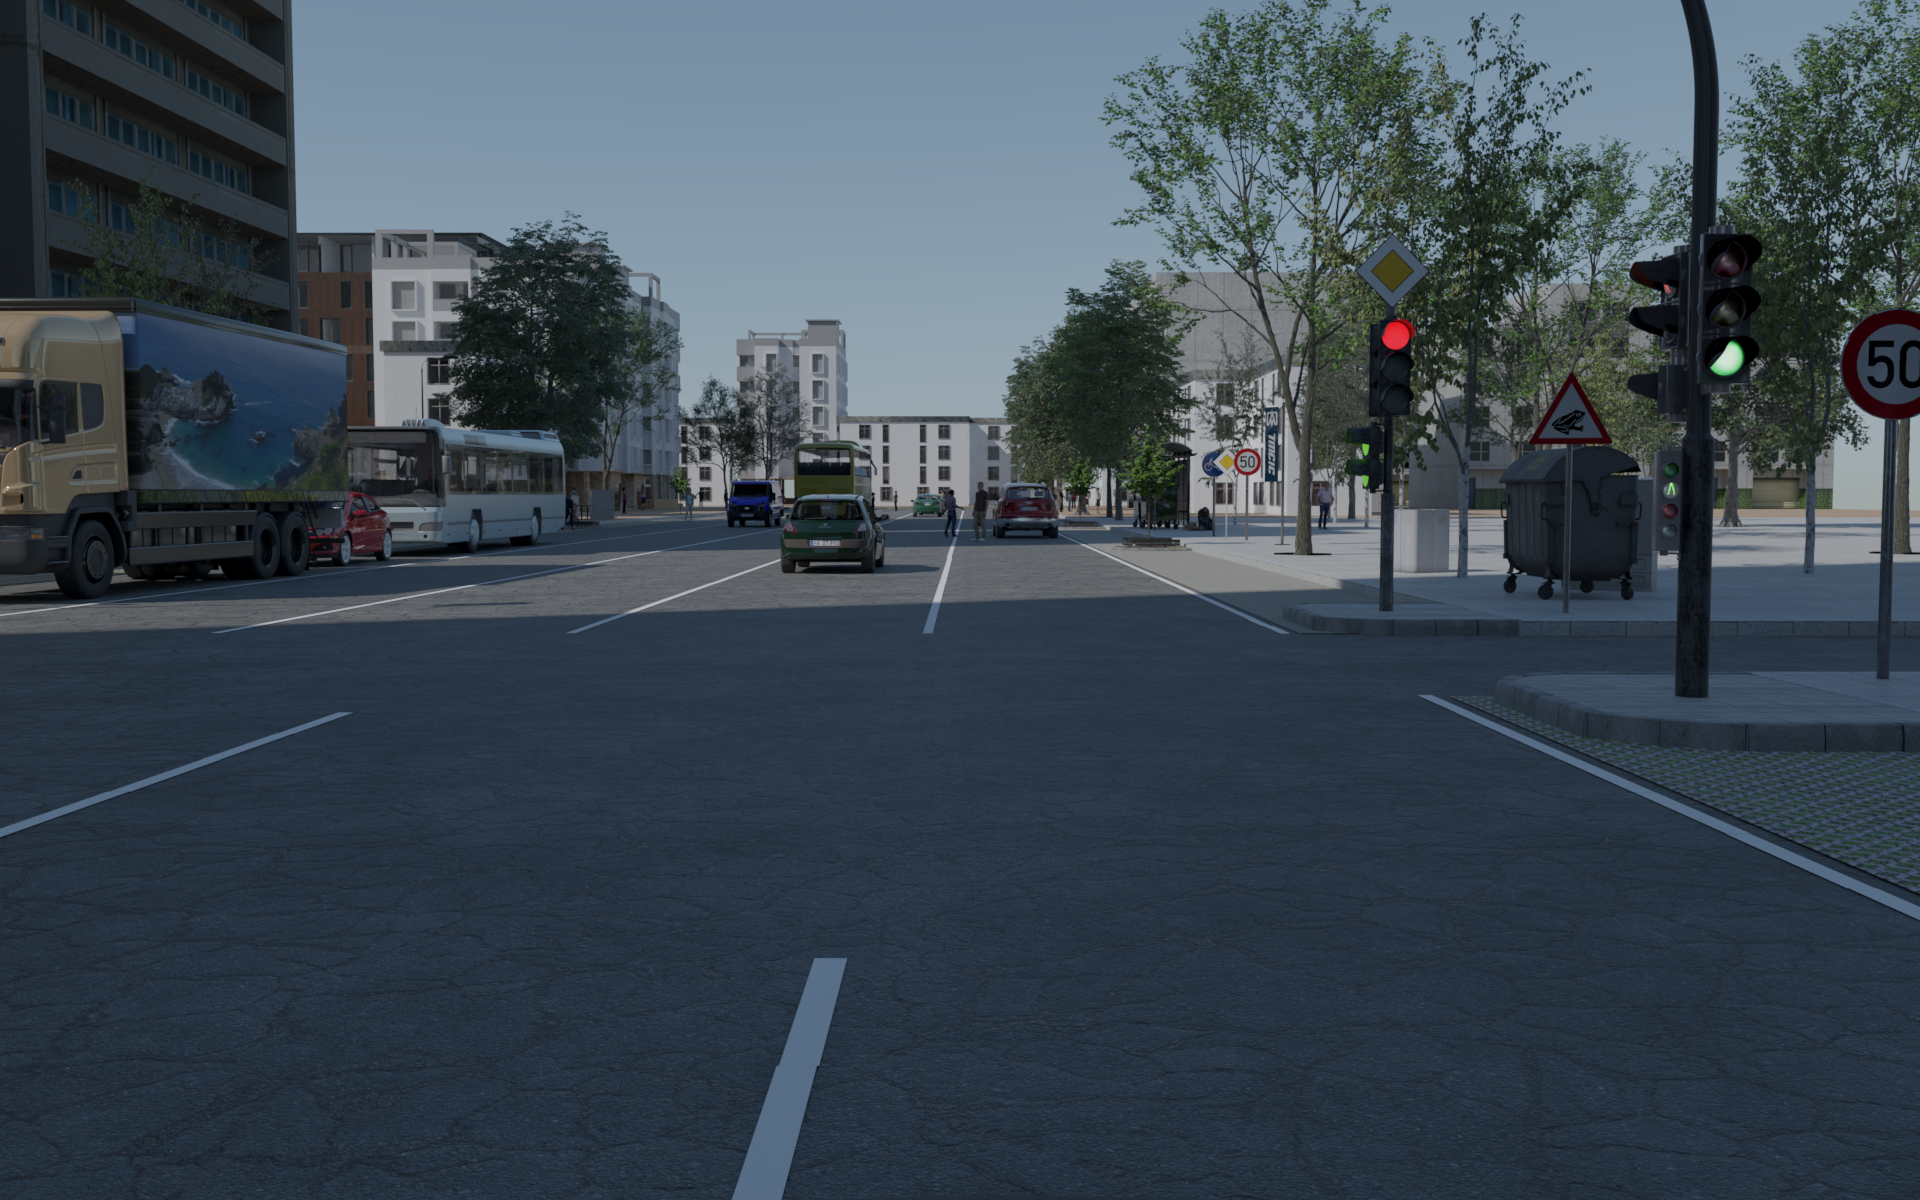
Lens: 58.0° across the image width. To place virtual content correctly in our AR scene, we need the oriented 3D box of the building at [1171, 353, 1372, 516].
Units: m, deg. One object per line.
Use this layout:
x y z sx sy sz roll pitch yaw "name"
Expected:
20.244 -10.692 116.953 9.099 9.664 28.070 0 4 0 "building"

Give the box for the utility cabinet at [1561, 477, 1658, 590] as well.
8.682 -0.885 23.155 1.173 1.500 0.318 3 4 36 "utility cabinet"

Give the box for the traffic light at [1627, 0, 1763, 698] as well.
2.526 -2.208 10.771 4.771 5.953 1.251 0 4 0 "traffic light"

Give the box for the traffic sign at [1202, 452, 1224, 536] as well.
7.691 -3.200 52.427 0.768 2.556 0.104 0 4 6 "traffic sign"

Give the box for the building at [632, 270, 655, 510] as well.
-34.184 -17.399 140.895 16.016 20.091 11.380 0 4 0 "building"

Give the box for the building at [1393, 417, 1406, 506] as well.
59.007 -20.037 194.065 31.486 18.905 16.747 0 4 0 "building"

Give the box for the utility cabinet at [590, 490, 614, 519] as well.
-18.130 -4.835 87.727 1.173 1.500 0.318 -2 4 -28 "utility cabinet"

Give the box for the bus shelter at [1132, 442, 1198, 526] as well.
8.171 -4.633 69.675 2.014 3.302 5.546 0 4 0 "bus shelter"

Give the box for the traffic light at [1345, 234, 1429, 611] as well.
4.657 -1.833 18.887 0.839 4.253 0.868 0 4 0 "traffic light"

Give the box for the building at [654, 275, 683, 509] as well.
-31.437 -18.247 154.762 11.380 20.091 16.016 0 4 0 "building"

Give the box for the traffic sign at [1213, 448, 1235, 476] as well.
7.672 -3.055 49.674 0.795 2.593 0.064 0 4 6 "traffic sign"

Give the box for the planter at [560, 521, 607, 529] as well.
-15.647 -3.073 71.385 1.991 0.319 1.994 0 4 0 "planter"

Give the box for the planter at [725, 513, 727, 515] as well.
-15.408 -6.150 121.692 1.991 0.319 1.994 0 4 0 "planter"

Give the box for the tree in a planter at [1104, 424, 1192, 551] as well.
4.822 -2.866 44.087 1.991 3.239 1.994 0 4 0 "tree in a planter"

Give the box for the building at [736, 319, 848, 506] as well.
-18.716 -20.646 193.989 11.380 20.091 16.016 0 4 0 "building"

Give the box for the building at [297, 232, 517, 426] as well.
-53.481 -18.687 149.499 32.646 21.610 27.936 0 4 0 "building"

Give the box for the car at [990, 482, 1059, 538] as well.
2.151 -3.002 57.760 2.281 1.827 5.304 0 4 -1 "car"

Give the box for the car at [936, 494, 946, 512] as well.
-1.939 -7.742 136.798 2.015 1.641 3.980 0 3 0 "car"

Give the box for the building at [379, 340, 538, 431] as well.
-30.792 -10.189 108.743 9.099 9.664 28.070 0 4 0 "building"

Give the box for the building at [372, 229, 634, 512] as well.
-33.584 -16.634 128.392 16.016 20.091 11.380 0 4 0 "building"

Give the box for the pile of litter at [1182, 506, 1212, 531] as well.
8.299 -2.862 60.757 1.176 0.858 1.719 3 5 43 "pile of litter"

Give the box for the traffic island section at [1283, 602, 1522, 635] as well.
4.697 0.201 19.001 2.009 0.180 2.903 0 4 0 "traffic island section"

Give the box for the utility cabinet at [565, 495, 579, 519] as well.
-19.806 -4.717 88.280 0.306 1.237 1.020 1 4 19 "utility cabinet"

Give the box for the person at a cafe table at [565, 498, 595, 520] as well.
-19.348 -4.614 86.297 1.698 1.238 1.726 1 4 11 "person at a cafe table"

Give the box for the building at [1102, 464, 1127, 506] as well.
29.209 -15.175 190.254 28.070 9.664 9.099 0 4 0 "building"

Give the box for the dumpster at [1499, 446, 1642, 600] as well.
7.619 -0.972 21.646 1.264 1.857 1.865 0 4 0 "dumpster"

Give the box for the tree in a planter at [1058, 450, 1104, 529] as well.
4.937 -4.514 71.030 1.991 3.239 1.994 0 4 0 "tree in a planter"

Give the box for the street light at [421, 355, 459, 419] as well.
-17.488 -5.237 58.173 1.470 5.913 1.316 0 4 0 "street light"

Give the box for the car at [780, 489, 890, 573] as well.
-2.369 -1.408 32.814 2.009 1.686 4.222 0 4 1 "car"

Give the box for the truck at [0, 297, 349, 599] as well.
-12.854 -2.330 27.002 2.839 4.237 11.283 0 4 2 "truck"

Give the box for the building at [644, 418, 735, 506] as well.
-39.320 -15.246 191.423 28.070 9.664 9.099 0 4 0 "building"

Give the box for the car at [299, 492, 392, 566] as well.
-13.108 -1.628 35.650 2.155 1.783 4.494 0 4 -2 "car"

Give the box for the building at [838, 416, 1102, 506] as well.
0.992 -15.214 190.898 28.070 9.664 9.099 0 4 0 "building"

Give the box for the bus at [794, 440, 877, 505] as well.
-5.573 -5.303 78.252 2.896 3.916 12.252 0 4 1 "bus"

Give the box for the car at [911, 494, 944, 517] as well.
-2.054 -5.949 109.067 2.131 1.459 4.920 0 4 -1 "car"

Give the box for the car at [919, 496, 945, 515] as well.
-1.930 -6.448 118.005 1.945 1.354 3.894 0 4 -1 "car"

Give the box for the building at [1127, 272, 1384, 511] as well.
24.023 -17.137 146.649 16.747 18.905 31.486 0 4 0 "building"

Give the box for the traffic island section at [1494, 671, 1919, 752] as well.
4.658 0.689 11.016 2.009 0.180 2.903 0 4 0 "traffic island section"

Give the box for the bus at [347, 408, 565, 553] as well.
-12.990 -3.051 44.750 2.948 3.499 13.247 0 3 0 "bus"

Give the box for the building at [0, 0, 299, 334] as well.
-38.906 -26.839 62.517 21.300 48.544 21.600 0 4 0 "building"

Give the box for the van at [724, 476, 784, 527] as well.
-9.089 -4.430 76.810 2.240 2.365 5.245 0 4 1 "van"

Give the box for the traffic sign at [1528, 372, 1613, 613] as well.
6.525 -1.136 18.578 0.884 2.594 0.081 0 4 4 "traffic sign"

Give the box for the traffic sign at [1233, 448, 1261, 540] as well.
7.948 -2.927 47.956 0.768 2.556 0.104 0 4 6 "traffic sign"

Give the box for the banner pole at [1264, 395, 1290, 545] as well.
7.974 -3.282 43.678 0.401 3.779 0.863 -3 4 -36 "banner pole"

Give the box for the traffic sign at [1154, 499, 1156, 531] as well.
6.734 -3.533 59.898 0.606 2.300 0.079 0 4 8 "traffic sign"

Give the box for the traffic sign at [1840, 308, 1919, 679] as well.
6.414 -0.725 11.959 0.768 2.556 0.104 0 4 1 "traffic sign"

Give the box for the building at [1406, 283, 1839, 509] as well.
57.903 -17.584 153.955 31.486 18.905 16.747 0 4 0 "building"

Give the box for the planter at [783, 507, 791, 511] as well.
-15.268 -7.798 148.635 1.991 0.319 1.994 0 4 0 "planter"
